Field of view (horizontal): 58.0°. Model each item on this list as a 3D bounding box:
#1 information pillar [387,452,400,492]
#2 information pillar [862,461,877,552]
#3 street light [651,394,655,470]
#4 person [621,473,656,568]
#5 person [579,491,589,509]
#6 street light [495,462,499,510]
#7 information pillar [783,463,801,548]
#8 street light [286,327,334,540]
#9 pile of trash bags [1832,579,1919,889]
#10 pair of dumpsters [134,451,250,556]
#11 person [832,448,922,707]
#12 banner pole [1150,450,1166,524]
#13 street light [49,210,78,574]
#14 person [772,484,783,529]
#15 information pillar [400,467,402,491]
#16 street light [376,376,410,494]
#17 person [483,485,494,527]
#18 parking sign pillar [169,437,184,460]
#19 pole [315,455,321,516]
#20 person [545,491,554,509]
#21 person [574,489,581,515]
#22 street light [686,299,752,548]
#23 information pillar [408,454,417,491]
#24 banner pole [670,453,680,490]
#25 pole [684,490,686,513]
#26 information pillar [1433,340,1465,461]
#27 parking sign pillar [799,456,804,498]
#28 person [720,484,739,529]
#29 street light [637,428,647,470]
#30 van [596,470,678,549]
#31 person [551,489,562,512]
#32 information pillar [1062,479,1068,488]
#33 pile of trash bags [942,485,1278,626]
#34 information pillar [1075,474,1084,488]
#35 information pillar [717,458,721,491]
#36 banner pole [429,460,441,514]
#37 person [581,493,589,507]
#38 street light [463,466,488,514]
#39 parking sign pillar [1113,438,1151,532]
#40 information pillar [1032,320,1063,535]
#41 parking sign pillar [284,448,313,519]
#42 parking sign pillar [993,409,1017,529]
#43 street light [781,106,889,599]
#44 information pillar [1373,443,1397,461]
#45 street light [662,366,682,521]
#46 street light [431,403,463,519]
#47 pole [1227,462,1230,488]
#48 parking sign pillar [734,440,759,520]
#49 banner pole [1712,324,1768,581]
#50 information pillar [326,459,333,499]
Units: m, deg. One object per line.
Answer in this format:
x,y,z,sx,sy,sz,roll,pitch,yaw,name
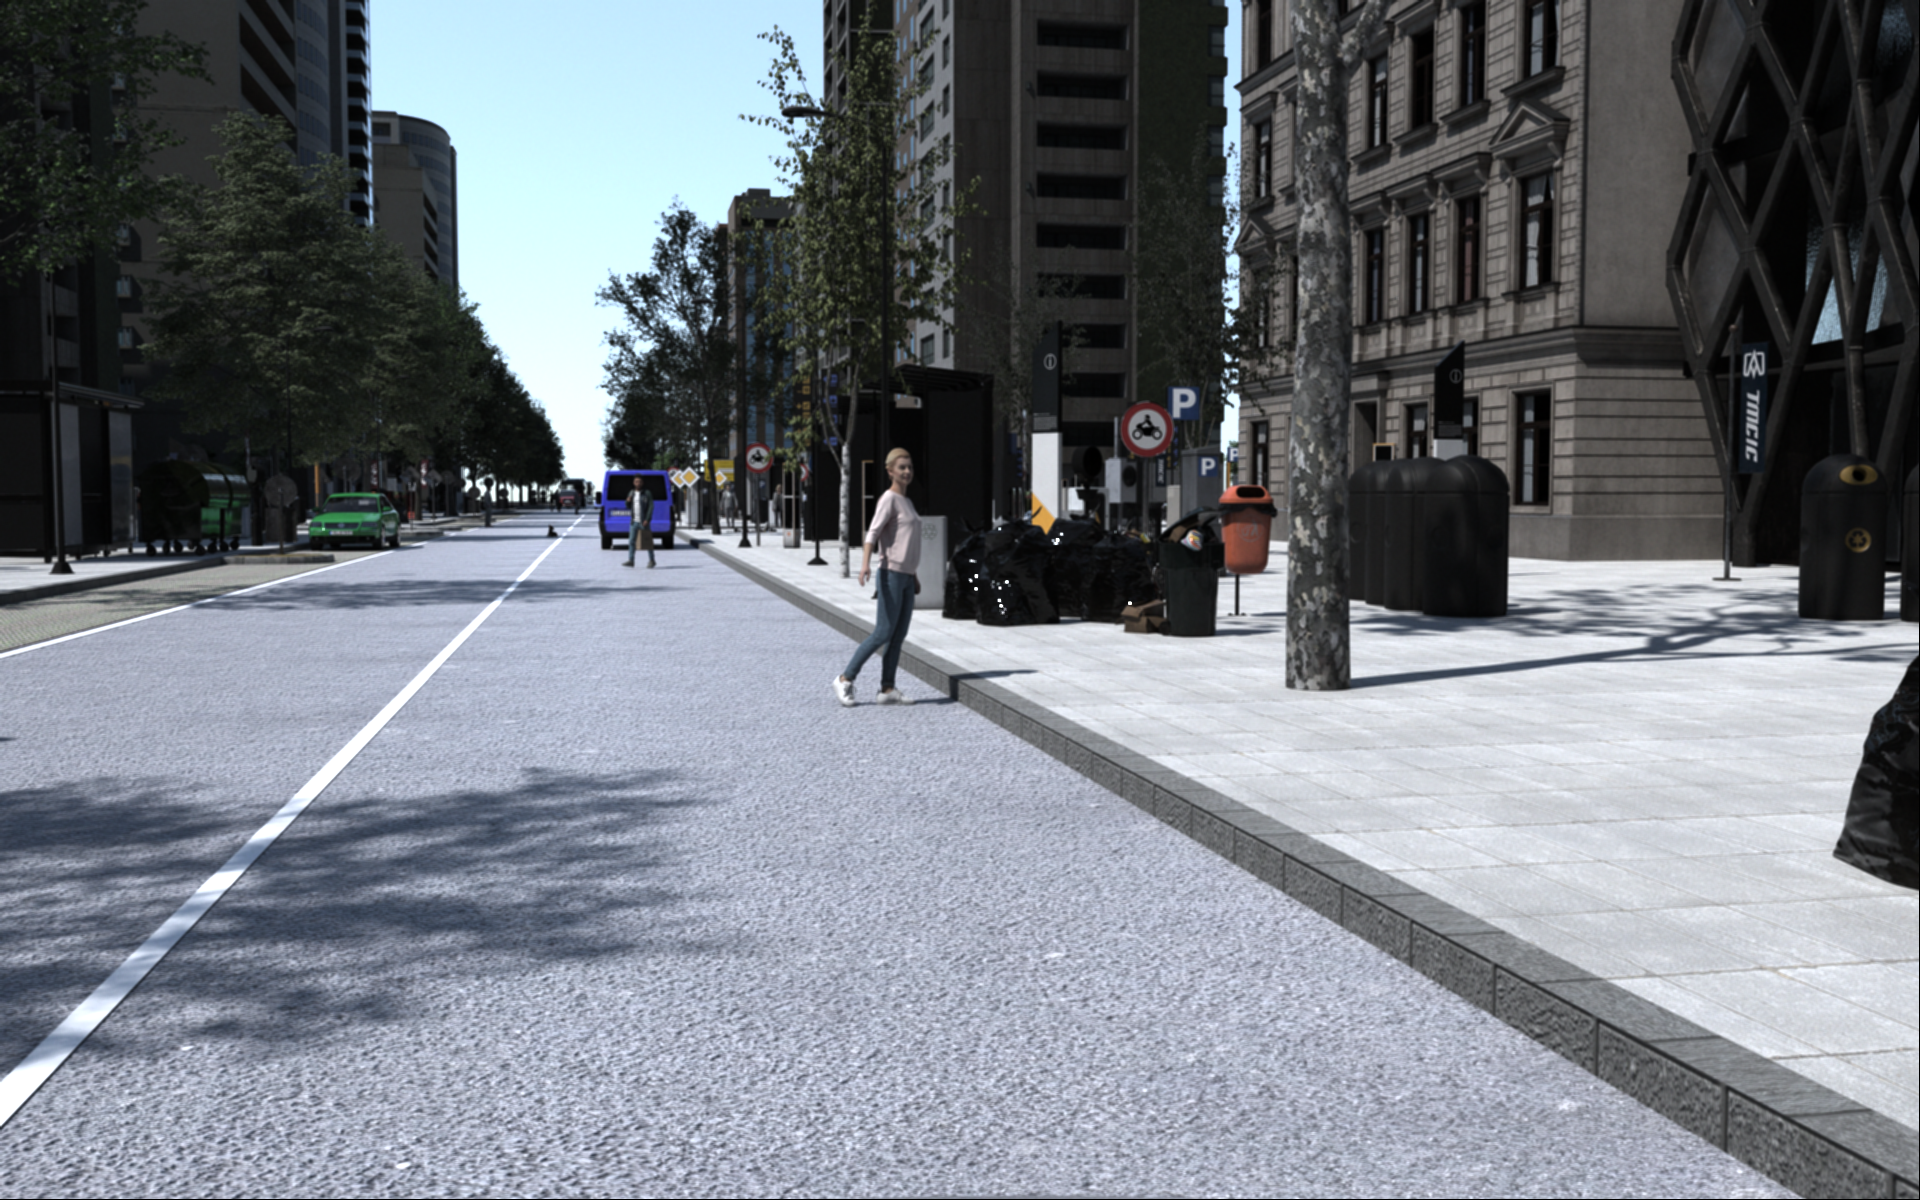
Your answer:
-29.485,-6.026,89.874,0.504,3.616,0.183,1,4,8,information pillar
-2.011,-2.077,38.454,0.304,2.012,0.304,0,4,-7,information pillar
-13.727,-6.627,80.885,1.470,5.913,1.316,-1,4,-12,street light
-6.120,-1.516,33.278,0.794,1.824,0.713,3,5,39,person
-35.838,-9.512,164.734,1.217,1.743,0.721,0,4,-3,person
-34.869,-9.616,129.760,1.470,5.913,1.316,-1,4,-12,street light
-3.999,-2.243,41.161,0.304,2.012,0.304,2,4,24,information pillar
-18.087,-4.626,48.180,1.470,5.913,1.316,-1,4,-12,street light
4.827,0.258,5.528,3.447,1.369,1.912,-1,4,-8,pile of trash bags
-16.636,-2.147,37.603,1.574,2.255,4.437,-1,4,-11,pair of dumpsters
-0.575,-0.154,11.690,0.598,1.740,0.731,0,4,7,person
8.396,-5.121,73.751,0.863,3.779,0.401,0,4,-1,banner pole
-13.892,-3.376,27.738,1.470,5.913,1.316,-1,4,-12,street light
-6.769,-3.487,65.688,0.709,1.800,0.728,0,4,4,person
-42.969,-8.646,132.720,0.504,3.616,0.183,1,4,15,information pillar
-22.229,-5.831,67.883,1.470,5.913,1.316,-1,4,-12,street light
-20.712,-4.123,76.017,0.391,1.810,0.635,-2,4,-25,person
-36.637,-5.709,81.816,1.447,3.967,1.447,-1,4,-12,parking sign pillar
-29.725,-5.279,80.148,0.158,3.312,0.155,0,3,0,pole
-38.453,-9.410,163.076,1.217,1.735,0.721,0,4,1,person
-26.780,-6.898,121.490,0.583,1.804,0.606,-3,5,-41,person
-5.710,-4.213,41.432,1.470,5.913,1.316,-1,4,-12,street light
-28.153,-5.983,89.169,0.504,3.616,0.183,-1,4,-21,information pillar
-17.377,-7.057,105.397,0.863,3.779,0.401,-3,5,-43,banner pole
-19.045,-7.733,120.285,0.158,3.312,0.155,0,3,0,pole
7.425,-2.138,26.313,0.504,3.616,0.183,-1,4,-19,information pillar
-11.535,-8.227,122.984,1.447,3.967,1.447,1,4,18,parking sign pillar
-9.028,-3.623,67.862,0.709,1.813,0.853,0,4,-8,person
-17.947,-7.877,101.322,1.470,5.913,1.316,-1,4,-12,street light
-8.695,-2.583,46.620,2.240,2.365,5.245,-1,4,-11,van
-32.367,-7.981,138.951,0.822,1.834,0.622,0,4,6,person
5.218,-5.053,87.107,0.304,2.012,0.304,-1,4,-19,information pillar
1.576,-0.494,17.824,3.447,1.369,1.912,-1,4,-9,pile of trash bags
3.773,-3.002,53.577,0.304,2.012,0.304,-3,5,-44,information pillar
-15.805,-7.352,111.552,0.504,3.616,0.183,1,4,11,information pillar
-34.239,-7.514,112.873,0.401,3.779,0.863,3,4,38,banner pole
-41.904,-11.237,192.218,1.348,1.826,0.705,-1,4,-20,person
-30.769,-8.364,109.298,1.470,5.913,1.316,-1,4,-12,street light
5.788,-4.291,58.626,1.447,3.967,1.447,-3,4,-36,parking sign pillar
1.193,-1.967,23.522,0.504,3.616,0.183,3,5,44,information pillar
-39.042,-6.930,101.773,1.447,3.967,1.447,0,4,5,parking sign pillar
1.444,-4.097,55.464,1.447,3.967,1.447,-1,4,-12,parking sign pillar
-1.448,-2.964,21.003,1.470,5.913,1.316,-1,4,-12,street light
6.196,-1.272,25.297,0.304,2.012,0.304,1,4,23,information pillar
-9.880,-5.465,61.892,1.470,5.913,1.316,-1,4,-12,street light
-26.451,-7.108,88.759,1.470,5.913,1.316,-1,4,-12,street light
12.909,-5.467,83.229,0.158,3.312,0.155,0,3,0,pole
-10.653,-6.016,86.841,1.447,3.967,1.447,1,4,14,parking sign pillar
11.501,-2.167,25.440,0.401,3.779,0.863,-2,4,-24,banner pole
-40.550,-7.347,111.478,0.183,3.616,0.504,2,4,28,information pillar
